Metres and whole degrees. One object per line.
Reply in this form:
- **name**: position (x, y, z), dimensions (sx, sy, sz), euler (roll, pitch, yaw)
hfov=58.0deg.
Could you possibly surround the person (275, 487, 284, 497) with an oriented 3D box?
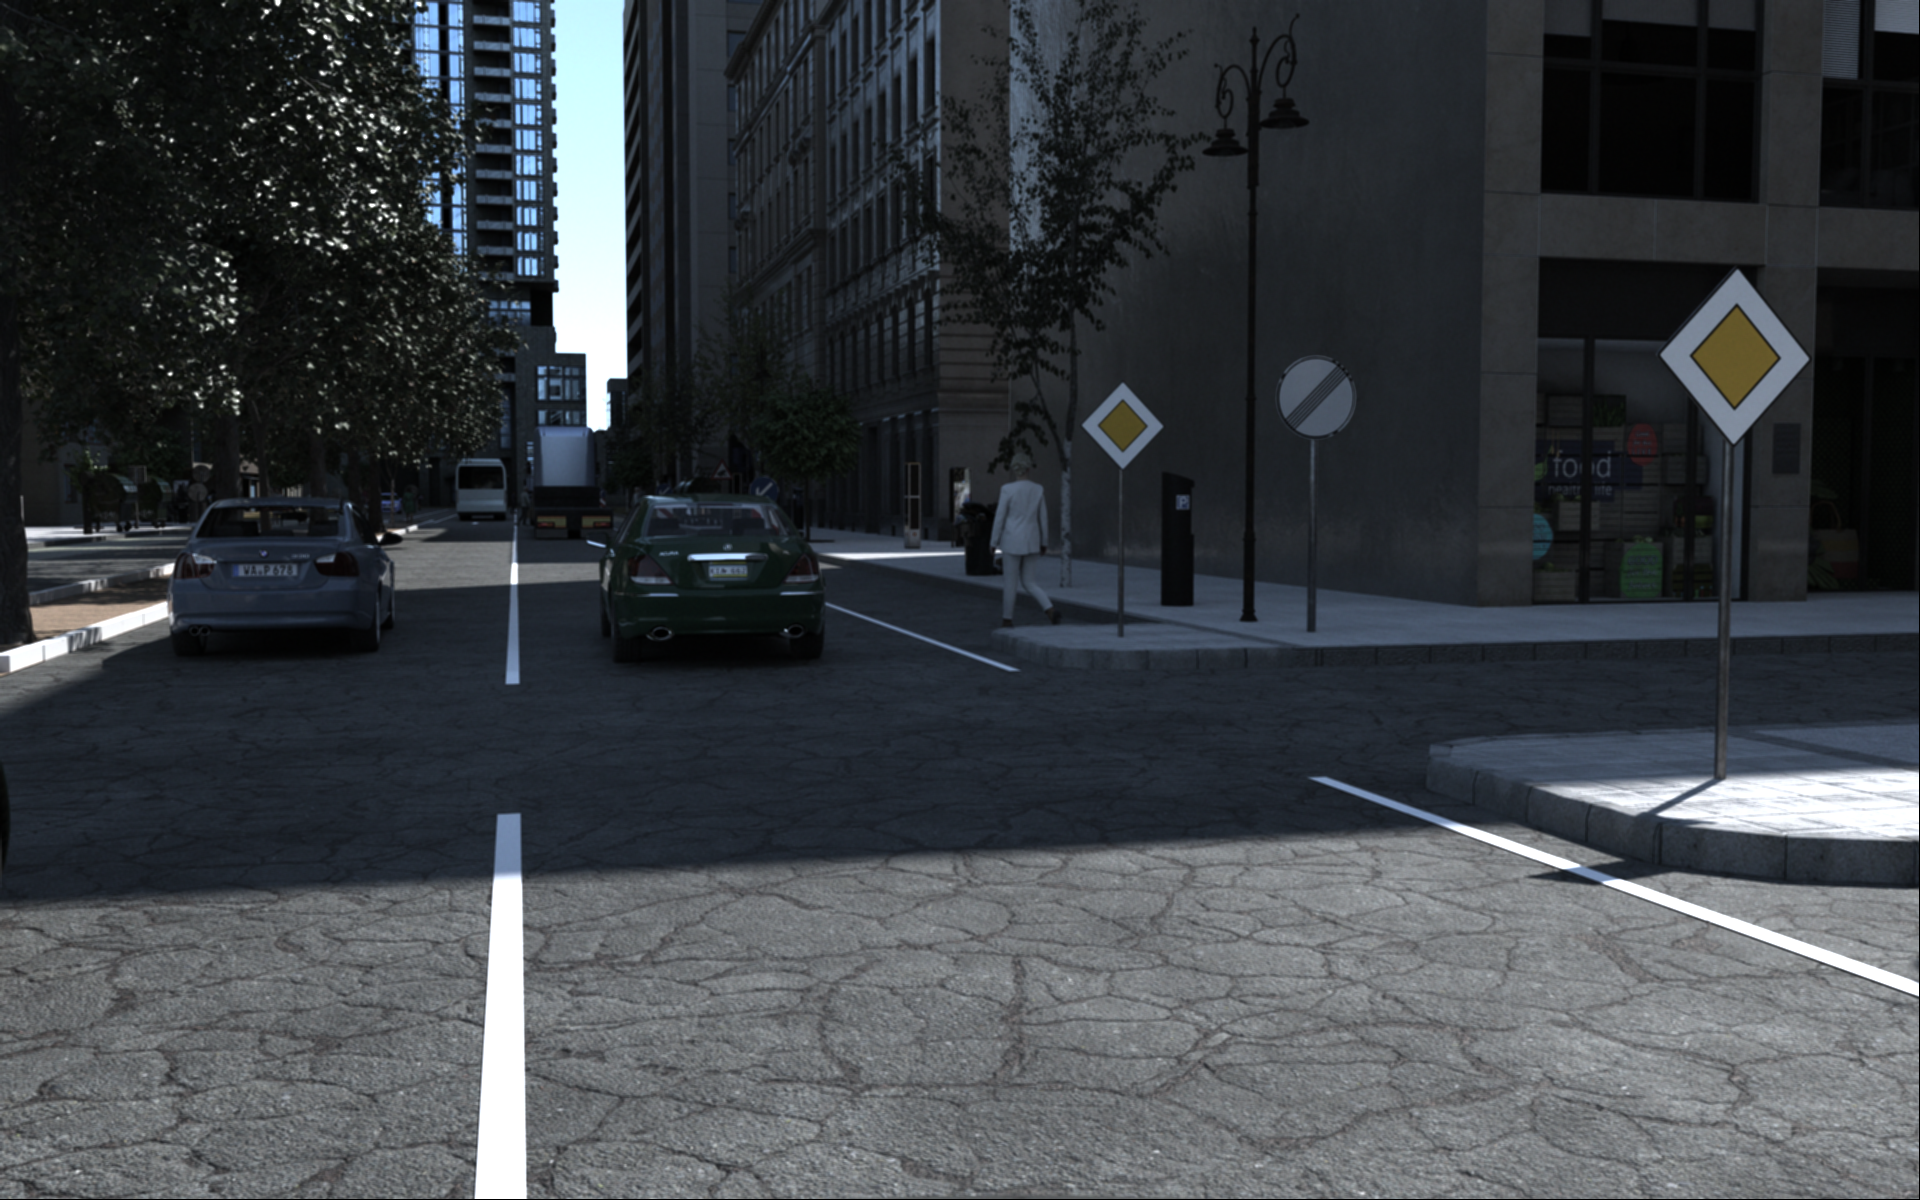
- **person**: position (-29.093, -3.957, 73.940), dimensions (0.466, 1.731, 0.760), euler (-1, 4, -17)

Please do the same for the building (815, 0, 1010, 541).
- **building**: position (1.721, -12.658, 56.113), dimensions (9.793, 20.994, 18.267), euler (-1, 4, -14)

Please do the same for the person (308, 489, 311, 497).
- **person**: position (-30.626, -4.428, 81.902), dimensions (0.512, 1.701, 0.522), euler (-1, 4, -9)

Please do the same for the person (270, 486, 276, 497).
- **person**: position (-31.572, -4.314, 79.373), dimensions (0.599, 1.781, 0.374), euler (0, 4, -2)

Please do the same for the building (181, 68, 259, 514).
- **building**: position (-54.542, -28.362, 113.826), dimensions (14.600, 45.320, 14.200), euler (-1, 4, -14)

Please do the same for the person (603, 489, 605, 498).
- **person**: position (-24.513, -6.744, 118.762), dimensions (0.705, 1.824, 1.348), euler (0, 4, -8)

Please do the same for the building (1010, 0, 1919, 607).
- **building**: position (19.938, -13.930, 32.278), dimensions (34.151, 26.468, 19.350), euler (-1, 4, -14)

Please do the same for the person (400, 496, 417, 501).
- **person**: position (-38.943, -6.926, 122.454), dimensions (1.217, 1.743, 0.721), euler (-1, 4, -14)

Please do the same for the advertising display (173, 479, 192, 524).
- **advertising display**: position (-33.878, -4.296, 75.461), dimensions (0.974, 1.923, 0.123), euler (1, 4, 22)

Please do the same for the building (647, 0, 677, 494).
- **building**: position (-16.299, -29.522, 132.797), dimensions (14.600, 45.320, 14.200), euler (-1, 4, -14)

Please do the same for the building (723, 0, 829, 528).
- **building**: position (-2.895, -17.144, 77.570), dimensions (12.463, 27.353, 25.104), euler (-1, 4, -14)

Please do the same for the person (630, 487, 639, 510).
- **person**: position (-15.547, -4.551, 83.387), dimensions (0.782, 1.767, 0.515), euler (2, 4, 30)

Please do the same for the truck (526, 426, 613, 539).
- **truck**: position (-14.380, -4.508, 63.457), dimensions (2.967, 4.110, 18.799), euler (-1, 4, -14)

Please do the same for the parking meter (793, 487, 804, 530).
- **parking meter**: position (-5.844, -3.315, 62.604), dimensions (0.372, 1.533, 0.369), euler (0, 3, 0)

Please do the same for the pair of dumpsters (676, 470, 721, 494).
- **pair of dumpsters**: position (-10.681, -4.203, 71.213), dimensions (1.574, 2.255, 4.437), euler (-1, 4, -14)

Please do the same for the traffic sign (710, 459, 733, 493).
- **traffic sign**: position (-8.794, -3.919, 64.075), dimensions (0.884, 2.594, 0.081), euler (-1, 4, -12)

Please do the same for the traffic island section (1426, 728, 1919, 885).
- **traffic island section**: position (3.444, 0.884, 7.825), dimensions (2.009, 0.180, 2.903), euler (-1, 4, -14)

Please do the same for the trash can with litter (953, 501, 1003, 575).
- **trash can with litter**: position (0.454, -0.987, 27.530), dimensions (1.055, 1.170, 0.624), euler (-3, 5, -42)

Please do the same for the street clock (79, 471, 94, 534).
- **street clock**: position (-27.741, -3.087, 55.043), dimensions (0.471, 2.002, 0.358), euler (2, 4, 28)

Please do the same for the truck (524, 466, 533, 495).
- **truck**: position (-37.234, -10.023, 153.637), dimensions (2.967, 4.110, 18.799), euler (-1, 4, -14)

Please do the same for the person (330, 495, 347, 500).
- **person**: position (-40.349, -6.345, 112.251), dimensions (1.348, 1.824, 0.705), euler (-3, 5, -42)

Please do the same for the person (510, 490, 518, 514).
- **person**: position (-32.271, -7.087, 125.286), dimensions (0.530, 1.710, 0.541), euler (-1, 4, -12)

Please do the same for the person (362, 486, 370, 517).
- **person**: position (-27.210, -4.341, 79.442), dimensions (0.573, 1.828, 0.580), euler (1, 4, 14)

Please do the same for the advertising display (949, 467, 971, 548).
- **advertising display**: position (0.010, -2.245, 41.927), dimensions (0.123, 1.923, 0.974), euler (2, 4, 26)

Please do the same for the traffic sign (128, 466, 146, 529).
- **traffic sign**: position (-29.895, -3.718, 62.914), dimensions (0.606, 2.300, 0.079), euler (0, 4, -7)

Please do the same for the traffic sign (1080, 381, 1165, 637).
- **traffic sign**: position (1.440, -0.724, 15.478), dimensions (0.795, 2.450, 0.064), euler (-1, 4, -14)

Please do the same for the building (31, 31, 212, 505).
- **building**: position (-56.396, -30.728, 91.638), dimensions (28.713, 52.752, 27.495), euler (-1, 4, -14)

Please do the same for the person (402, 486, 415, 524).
- **person**: position (-26.376, -4.534, 82.880), dimensions (0.600, 1.795, 0.529), euler (-2, 4, -28)

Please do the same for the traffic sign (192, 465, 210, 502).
- **traffic sign**: position (-32.921, -4.592, 75.188), dimensions (0.768, 2.556, 0.104), euler (-1, 4, -8)

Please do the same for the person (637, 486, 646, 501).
- **person**: position (-14.379, -4.248, 78.060), dimensions (0.767, 1.812, 0.694), euler (1, 4, 21)

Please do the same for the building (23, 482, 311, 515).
- **building**: position (-67.175, -17.856, 136.991), dimensions (28.899, 21.520, 27.650), euler (-1, 4, -14)

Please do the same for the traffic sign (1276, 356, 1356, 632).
- **traffic sign**: position (3.273, -0.976, 16.056), dimensions (0.768, 2.556, 0.104), euler (-1, 4, -9)

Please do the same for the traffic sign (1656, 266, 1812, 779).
- **traffic sign**: position (3.423, -0.251, 7.742), dimensions (0.795, 2.450, 0.064), euler (-1, 4, -14)

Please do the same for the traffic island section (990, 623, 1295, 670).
- **traffic island section**: position (1.461, 0.411, 15.561), dimensions (2.009, 0.180, 2.903), euler (-1, 4, -14)

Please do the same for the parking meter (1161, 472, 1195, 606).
- **parking meter**: position (2.502, -0.703, 19.908), dimensions (0.372, 1.533, 0.369), euler (0, 3, 0)

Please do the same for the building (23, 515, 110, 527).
- **building**: position (-47.641, -13.086, 58.989), dimensions (27.650, 21.520, 28.899), euler (-1, 4, -14)

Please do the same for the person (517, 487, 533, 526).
- **person**: position (-19.403, -4.181, 77.339), dimensions (0.782, 1.767, 0.515), euler (3, 5, 42)

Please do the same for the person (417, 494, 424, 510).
- **person**: position (-47.506, -8.611, 152.528), dimensions (0.697, 1.427, 0.421), euler (-2, 4, -34)

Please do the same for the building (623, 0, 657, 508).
- **building**: position (-17.825, -32.288, 151.605), dimensions (21.300, 48.544, 21.600), euler (-1, 4, -14)

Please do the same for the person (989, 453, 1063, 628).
- **person**: position (0.656, -0.548, 17.346), dimensions (0.818, 1.842, 0.514), euler (3, 5, 41)
